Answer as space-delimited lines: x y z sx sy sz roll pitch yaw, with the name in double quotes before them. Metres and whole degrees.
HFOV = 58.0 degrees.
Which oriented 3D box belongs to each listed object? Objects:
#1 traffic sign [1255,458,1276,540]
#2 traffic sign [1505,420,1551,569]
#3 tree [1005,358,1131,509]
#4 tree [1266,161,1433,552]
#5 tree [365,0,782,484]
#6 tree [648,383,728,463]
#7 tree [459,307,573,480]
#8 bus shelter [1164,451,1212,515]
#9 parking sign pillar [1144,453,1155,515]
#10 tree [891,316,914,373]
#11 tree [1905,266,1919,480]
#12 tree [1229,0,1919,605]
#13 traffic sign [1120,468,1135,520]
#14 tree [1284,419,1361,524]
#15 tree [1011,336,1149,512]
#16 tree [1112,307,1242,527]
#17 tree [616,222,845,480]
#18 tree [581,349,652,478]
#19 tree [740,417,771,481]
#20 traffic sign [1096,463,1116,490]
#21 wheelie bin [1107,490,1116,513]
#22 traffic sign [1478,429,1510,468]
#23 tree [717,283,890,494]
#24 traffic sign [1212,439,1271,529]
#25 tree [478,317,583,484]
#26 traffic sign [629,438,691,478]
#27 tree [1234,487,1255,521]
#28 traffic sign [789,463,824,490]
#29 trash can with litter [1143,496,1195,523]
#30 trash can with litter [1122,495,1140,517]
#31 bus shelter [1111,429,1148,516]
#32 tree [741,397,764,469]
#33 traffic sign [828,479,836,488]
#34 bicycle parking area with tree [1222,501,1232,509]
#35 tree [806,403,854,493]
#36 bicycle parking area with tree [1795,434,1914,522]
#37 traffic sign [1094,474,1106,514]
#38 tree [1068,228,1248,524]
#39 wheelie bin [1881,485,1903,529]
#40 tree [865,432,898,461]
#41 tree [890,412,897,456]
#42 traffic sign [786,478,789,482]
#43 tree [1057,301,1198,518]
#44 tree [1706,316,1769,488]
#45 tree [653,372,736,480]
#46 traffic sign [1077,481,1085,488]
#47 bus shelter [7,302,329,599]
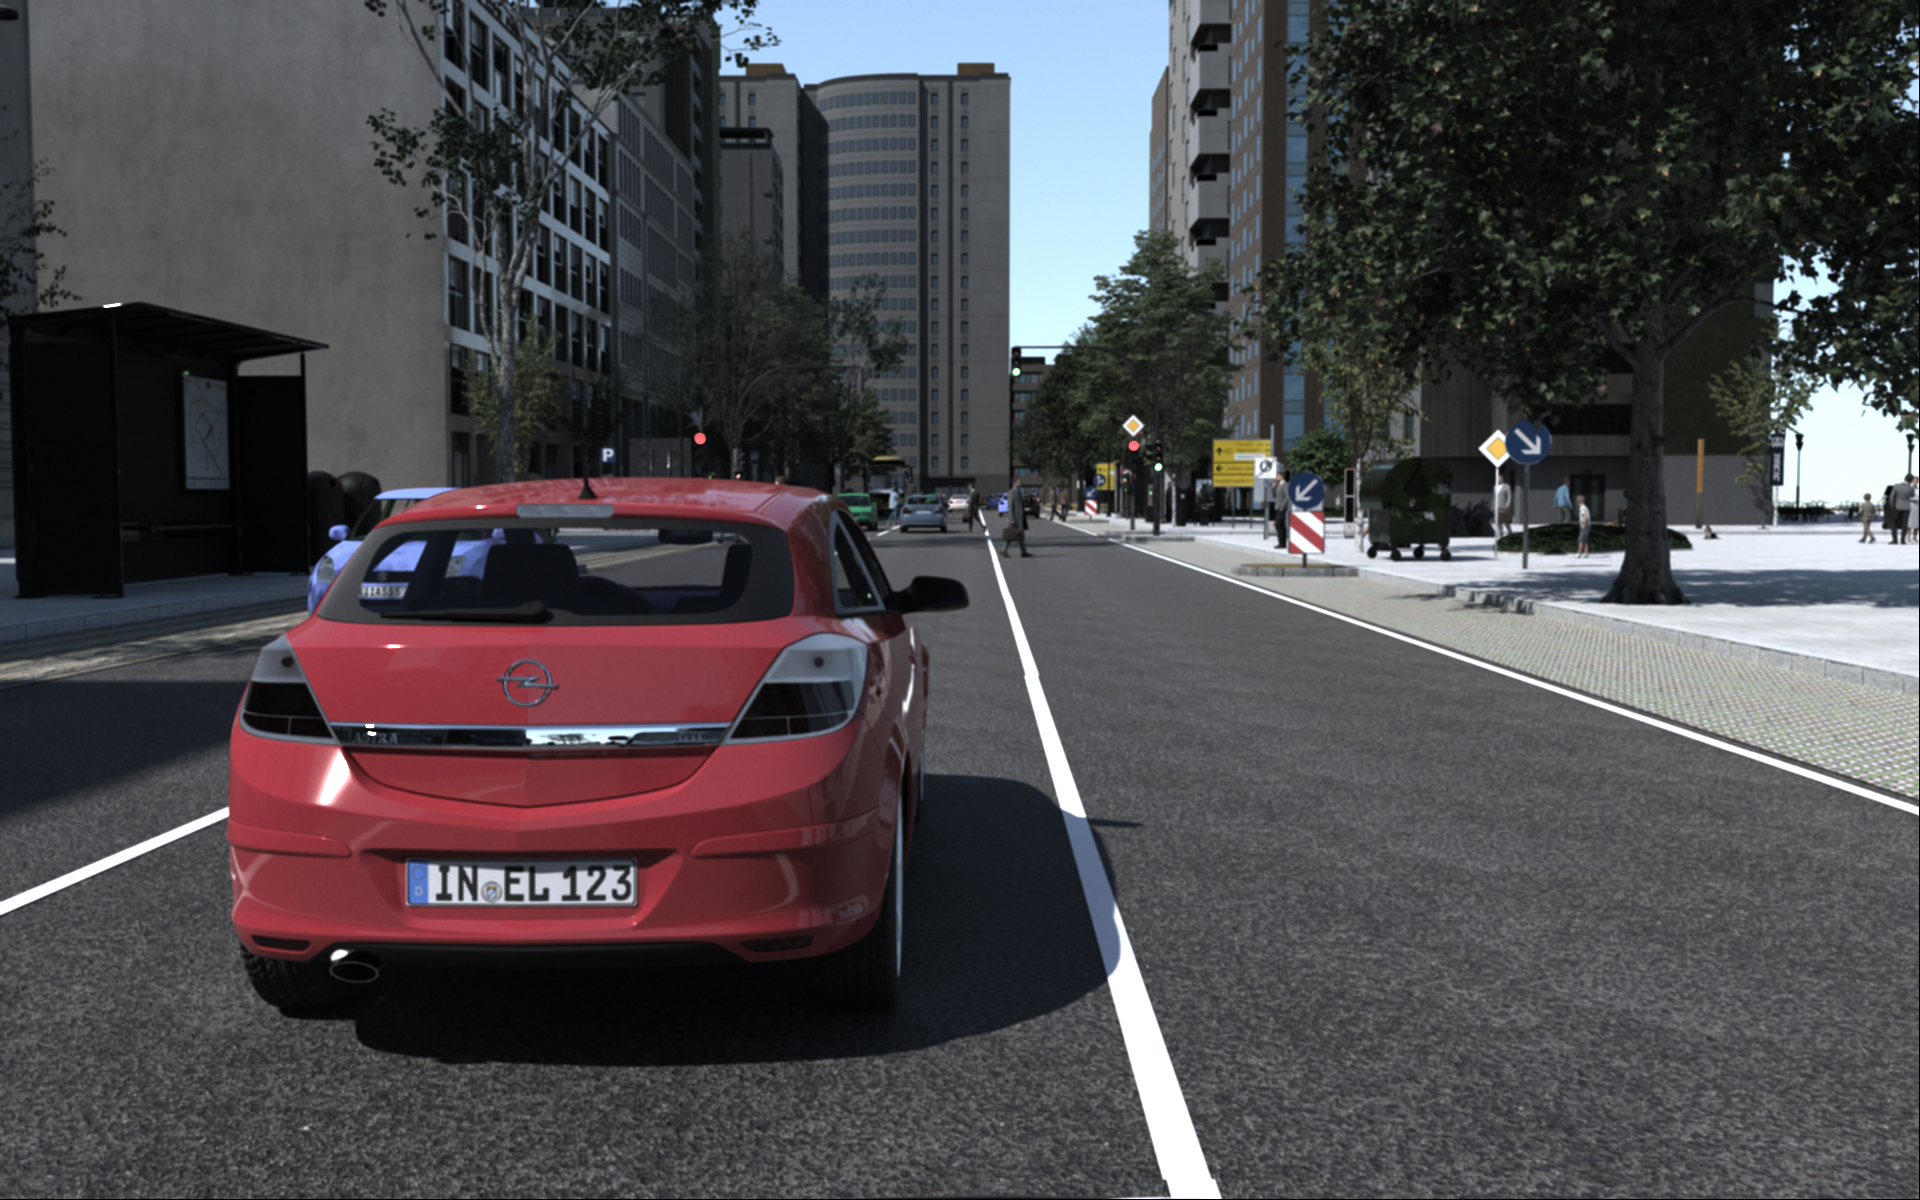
"traffic sign" 8.509 -2.822 48.264 0.606 2.300 0.079 0 4 7
"traffic sign" 9.692 -1.806 29.630 0.768 2.556 0.104 1 4 9
"tree" 9.510 -14.659 150.045 12.009 13.543 11.850 0 3 0
"tree" 8.739 -5.338 37.644 4.737 8.622 4.395 0 3 0
"tree" -9.854 -11.413 42.484 12.611 20.169 13.585 0 3 0
"tree" -17.348 -9.710 109.123 4.737 8.622 4.395 0 3 0
"tree" -17.185 -7.150 67.268 4.737 8.622 4.395 0 3 0
"bus shelter" 10.850 -5.482 83.562 2.014 3.302 5.546 0 4 1
"parking sign pillar" 11.562 -7.326 108.251 1.447 3.967 1.447 1 4 14
"tree" -8.463 -17.758 146.234 12.611 20.169 13.585 0 3 0
"tree" 16.813 -4.779 28.498 4.737 8.622 4.395 0 3 0
"tree" 8.004 -6.310 20.175 9.611 12.733 9.660 0 3 0
"traffic sign" 8.260 -5.221 85.465 0.768 2.556 0.104 0 4 4
"tree" 15.924 -5.643 75.981 4.285 4.588 4.351 0 3 0
"tree" 8.703 -12.640 123.674 9.611 12.733 9.660 0 3 0
"tree" 8.120 -7.149 67.241 4.360 8.622 3.978 0 3 0
"tree" -10.327 -10.300 78.778 12.009 13.543 11.850 0 3 0
"tree" -18.283 -8.368 87.185 4.360 8.622 3.978 0 3 0
"tree" -16.379 -11.099 131.838 4.737 8.622 4.395 0 3 0
"traffic sign" 10.023 -7.301 113.246 2.265 3.308 0.079 0 4 6
"wheelie bin" 10.289 -6.607 115.931 0.980 1.594 0.693 2 4 30
"traffic sign" 10.871 -2.156 34.989 0.795 2.593 0.064 0 4 6
"tree" -9.271 -10.698 93.045 7.486 12.596 7.792 0 3 0
"traffic sign" 10.415 -4.278 63.815 2.265 3.308 0.079 0 4 5
"tree" -18.371 -7.466 72.427 4.360 8.622 3.978 0 3 0
"traffic sign" -10.862 -4.215 62.784 2.265 3.308 0.079 0 4 4
"tree" 13.663 -5.376 82.493 1.663 3.219 1.824 0 3 0
"traffic sign" -9.985 -7.246 112.342 2.265 3.308 0.079 0 4 1
"trash can with litter" 9.547 -4.057 77.384 2.233 1.210 1.678 0 4 -4
"trash can with litter" 9.930 -5.224 96.463 2.233 1.210 1.678 1 4 9
"bus shelter" 10.092 -7.605 101.978 2.179 5.291 8.768 0 4 1
"tree" -15.622 -10.056 114.778 4.360 8.622 3.978 0 3 0
"traffic sign" -10.194 -8.382 137.157 0.768 2.556 0.104 0 4 6
"bicycle parking area with tree" 24.559 -8.812 131.076 9.016 4.147 8.231 -1 4 -12
"tree" -10.245 -11.240 134.130 4.360 8.622 3.978 0 3 0
"bicycle parking area with tree" 42.579 -5.838 82.458 8.231 4.147 9.016 1 4 15
"traffic sign" 8.900 -6.746 110.409 0.768 2.556 0.104 1 4 10
"tree" 8.568 -9.584 74.832 7.486 12.596 7.792 0 3 0
"wheelie bin" 33.950 -3.357 62.790 0.980 1.594 0.693 0 4 0
"tree" -9.624 -15.524 204.185 4.360 8.622 3.978 0 3 0
"tree" -10.340 -16.098 181.331 7.486 12.596 7.792 0 3 0
"traffic sign" -12.921 -8.057 131.831 0.768 2.556 0.104 0 4 4
"tree" 8.905 -10.168 92.003 9.928 11.665 9.643 0 3 0
"tree" 31.679 -7.160 67.428 4.737 8.622 4.395 0 3 0
"tree" -15.720 -9.225 101.188 4.360 8.622 3.978 0 3 0
"traffic sign" 9.230 -7.937 131.894 0.606 2.300 0.079 0 4 5
"bus shelter" -10.830 -2.021 24.324 1.731 3.624 6.357 0 4 1
